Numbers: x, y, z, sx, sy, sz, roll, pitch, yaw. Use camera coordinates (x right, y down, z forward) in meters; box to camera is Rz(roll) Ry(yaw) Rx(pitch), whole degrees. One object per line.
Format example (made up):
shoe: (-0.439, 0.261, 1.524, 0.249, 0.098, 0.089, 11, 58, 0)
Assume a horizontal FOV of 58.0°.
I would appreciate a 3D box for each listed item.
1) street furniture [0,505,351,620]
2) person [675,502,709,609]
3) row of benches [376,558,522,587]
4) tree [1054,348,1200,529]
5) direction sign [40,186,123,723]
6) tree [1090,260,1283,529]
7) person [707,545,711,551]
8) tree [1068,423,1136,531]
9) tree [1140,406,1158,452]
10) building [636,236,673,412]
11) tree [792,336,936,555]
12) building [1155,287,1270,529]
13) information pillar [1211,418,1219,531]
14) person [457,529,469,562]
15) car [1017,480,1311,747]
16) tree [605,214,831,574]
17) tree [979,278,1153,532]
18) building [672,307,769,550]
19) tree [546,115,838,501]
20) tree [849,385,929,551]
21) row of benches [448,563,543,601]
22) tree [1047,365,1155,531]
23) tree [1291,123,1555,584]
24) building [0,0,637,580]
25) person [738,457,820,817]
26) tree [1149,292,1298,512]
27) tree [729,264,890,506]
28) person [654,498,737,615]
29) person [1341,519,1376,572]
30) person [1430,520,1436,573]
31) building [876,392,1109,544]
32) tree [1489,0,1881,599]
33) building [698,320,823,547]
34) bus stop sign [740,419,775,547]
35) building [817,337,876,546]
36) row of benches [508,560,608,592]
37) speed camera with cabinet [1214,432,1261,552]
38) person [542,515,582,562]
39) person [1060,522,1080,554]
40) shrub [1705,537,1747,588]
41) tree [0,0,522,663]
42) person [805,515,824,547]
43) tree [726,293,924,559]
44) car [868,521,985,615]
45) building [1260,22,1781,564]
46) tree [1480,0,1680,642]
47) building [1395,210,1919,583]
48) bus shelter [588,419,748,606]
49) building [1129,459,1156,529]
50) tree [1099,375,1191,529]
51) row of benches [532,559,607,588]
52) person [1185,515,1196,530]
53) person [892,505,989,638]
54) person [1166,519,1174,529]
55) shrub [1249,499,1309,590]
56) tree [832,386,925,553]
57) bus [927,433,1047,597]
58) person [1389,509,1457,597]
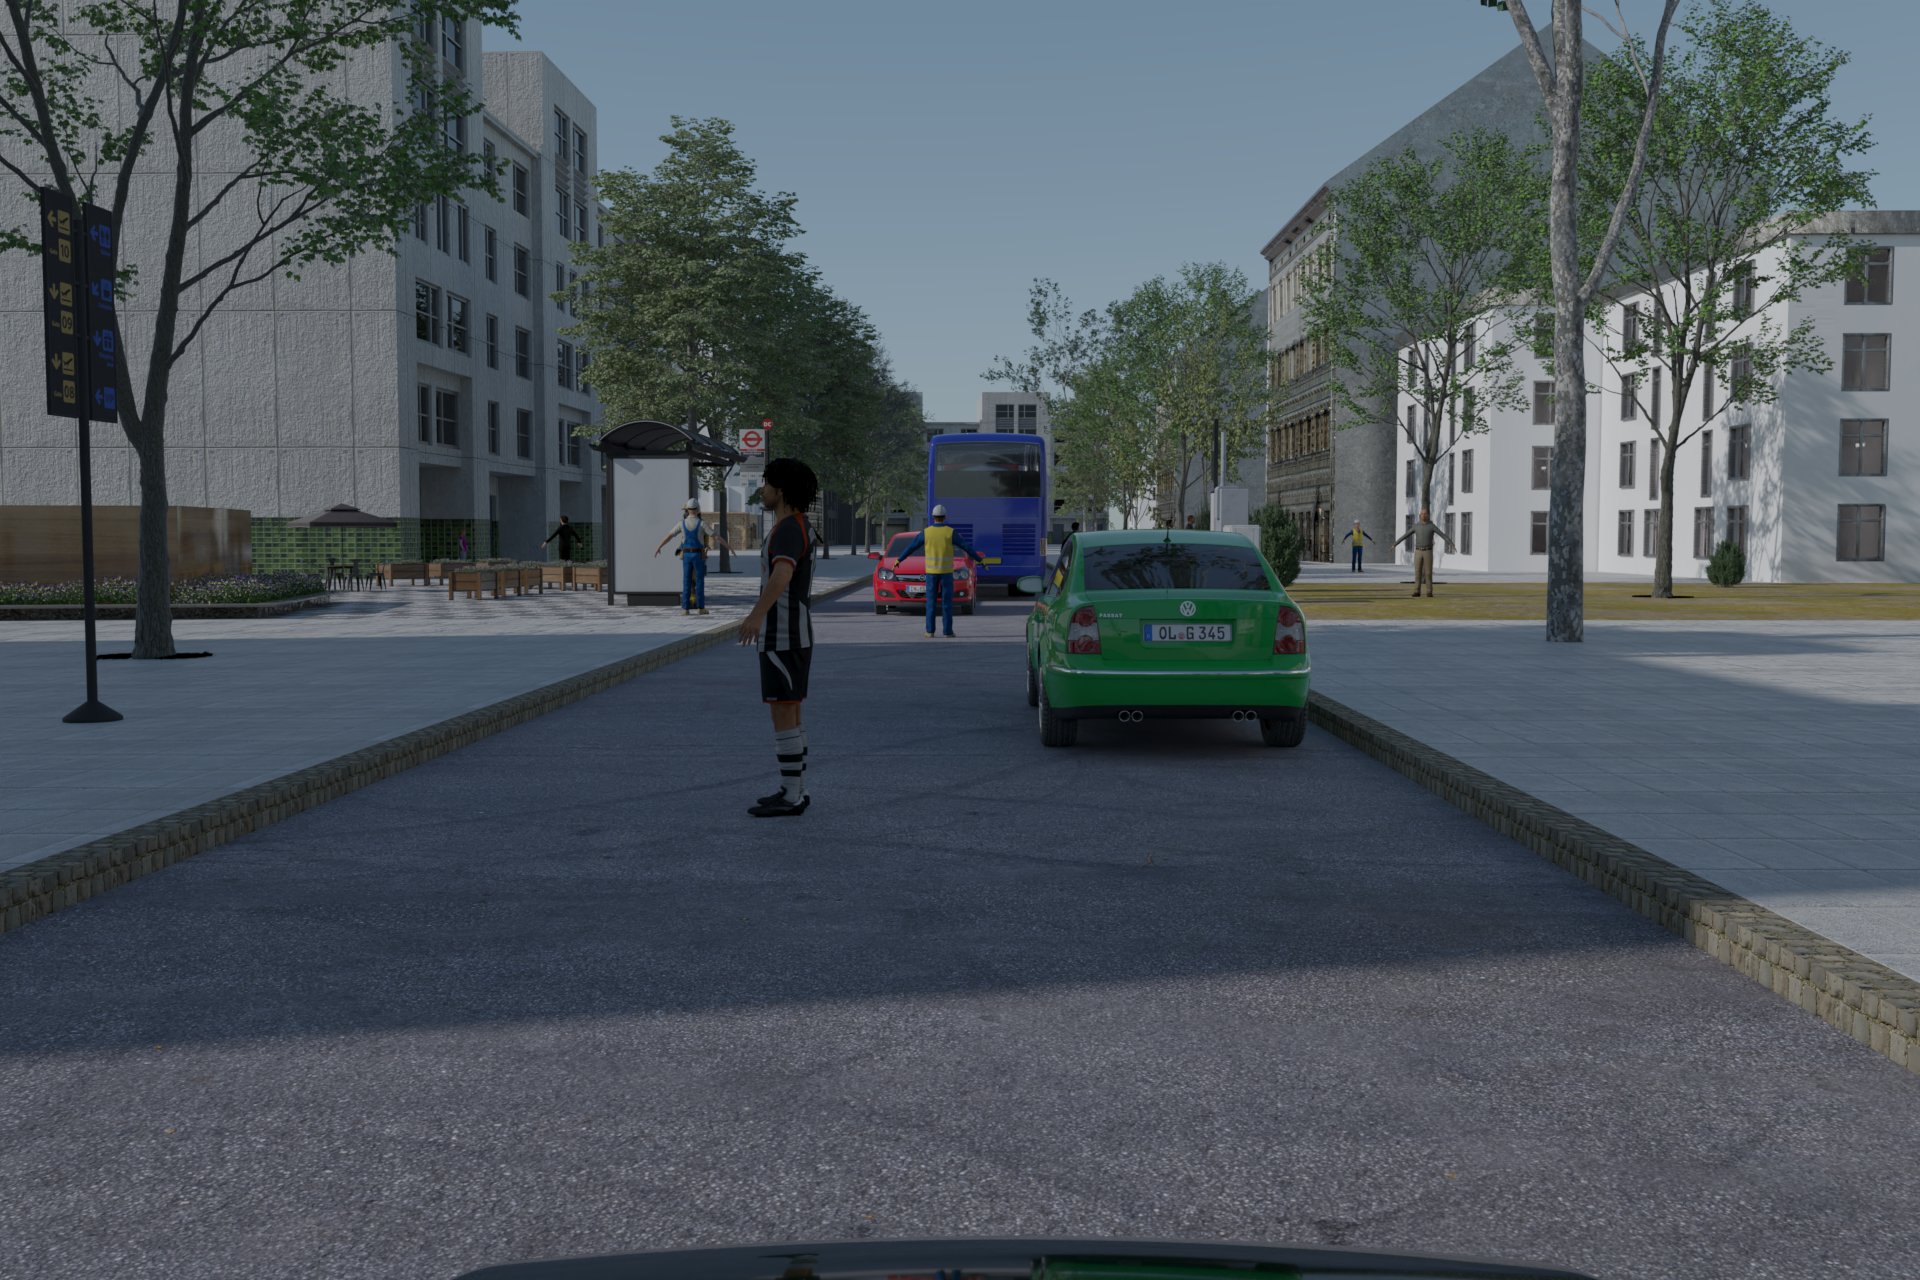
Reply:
street furniture: (-13.673, -1.283, 27.838, 11.010, 1.723, 9.812, -1, 4, -10)
person: (-4.587, -1.457, 29.586, 0.705, 1.858, 1.354, -2, 4, -24)
row of benches: (-12.874, -1.749, 44.062, 1.422, 0.672, 4.104, 3, 4, 38)
tree: (9.168, -10.290, 93.994, 9.928, 11.665, 9.643, 0, 3, 0)
direction sign: (-5.965, -1.212, 11.809, 0.379, 3.537, 0.876, 0, 4, 1)
tree: (8.503, -8.557, 65.663, 9.928, 11.665, 9.643, 0, 3, 0)
person: (-6.208, -2.053, 39.753, 1.347, 1.806, 0.705, 3, 5, 44)
tree: (8.327, -9.668, 108.440, 4.360, 8.622, 3.978, 0, 3, 0)
tree: (27.370, -22.526, 224.184, 12.611, 20.169, 13.585, 0, 3, 0)
building: (-25.896, -15.821, 89.594, 19.493, 23.208, 18.063, 0, 4, 2)
tree: (-6.358, -11.896, 104.874, 12.009, 13.543, 11.850, 0, 3, 0)
building: (27.813, -19.885, 156.051, 19.493, 23.208, 18.063, 0, 4, 1)
information pillar: (5.181, -2.686, 35.278, 0.183, 3.616, 0.504, 0, 4, 1)
person: (-14.622, -2.564, 51.184, 0.599, 1.433, 0.991, 0, 4, -8)
car: (1.427, -0.259, 13.034, 1.959, 1.807, 4.718, 0, 4, 0)
tree: (-7.819, -7.981, 56.243, 9.928, 11.665, 9.643, 0, 3, 0)
tree: (8.097, -16.715, 129.172, 12.611, 20.169, 13.585, 0, 3, 0)
building: (-22.245, -17.519, 142.849, 16.016, 20.090, 11.380, 0, 4, 0)
tree: (-7.220, -7.891, 47.150, 7.486, 12.596, 7.792, 0, 3, 0)
tree: (-5.294, -12.884, 128.774, 7.486, 12.596, 7.792, 0, 3, 0)
row of benches: (-9.442, -1.213, 35.298, 1.422, 0.672, 4.104, 0, 4, 4)
tree: (9.359, -12.111, 116.134, 7.486, 12.596, 7.792, 0, 3, 0)
tree: (12.106, -7.251, 44.312, 9.928, 11.665, 9.643, 0, 3, 0)
building: (-23.646, -12.086, 64.070, 16.747, 18.905, 31.486, 0, 4, 2)
person: (-0.919, -0.018, 8.894, 0.704, 1.843, 1.345, 0, 4, 2)
tree: (7.796, -6.271, 52.900, 4.737, 8.622, 4.395, 0, 3, 0)
tree: (-6.432, -9.499, 73.435, 7.486, 12.596, 7.792, 0, 3, 0)
person: (-4.237, -1.330, 27.601, 1.347, 1.847, 0.705, 0, 4, 7)
person: (13.366, -3.160, 58.133, 1.216, 1.772, 0.721, -1, 4, -11)
person: (15.479, -3.052, 56.696, 0.721, 1.733, 1.217, 1, 4, 14)
building: (2.508, -21.607, 222.190, 31.486, 18.905, 16.747, 0, 4, -1)
tree: (14.239, -6.644, 34.392, 9.928, 11.665, 9.643, 0, 3, 0)
building: (-23.787, -20.785, 170.763, 19.493, 23.208, 18.063, 0, 4, 2)
bus stop sign: (-4.676, -3.152, 40.234, 0.855, 3.939, 0.416, 0, 4, 1)
building: (-24.359, -21.559, 196.463, 27.936, 21.610, 32.646, 0, 4, 0)
row of benches: (-9.035, -1.473, 39.539, 4.104, 0.672, 1.422, 3, 5, 45)
speed camera with cabinet: (5.280, -2.359, 32.904, 0.660, 3.252, 2.038, 0, 4, 1)
person: (-11.173, -2.610, 48.863, 0.705, 1.806, 1.347, 3, 5, 40)
person: (3.013, -2.143, 44.213, 1.216, 1.740, 0.721, 3, 5, 44)
shrub: (18.413, -1.865, 41.614, 1.383, 1.207, 1.383, 0, 3, 0)
tree: (-8.345, -5.604, 17.385, 9.928, 11.665, 9.643, 0, 3, 0)
person: (-4.302, -2.568, 47.923, 1.347, 1.837, 0.705, -2, 4, -34)
tree: (-6.666, -10.842, 87.639, 12.009, 13.543, 11.850, 0, 3, 0)
car: (-0.605, -1.414, 32.165, 2.155, 1.783, 4.494, 0, 4, 1)
building: (25.592, -15.453, 83.579, 19.493, 23.208, 18.063, 0, 4, 1)
tree: (6.076, -9.987, 19.179, 12.611, 20.169, 13.585, 0, 3, 0)
building: (22.558, -7.156, 59.144, 9.099, 9.664, 28.070, 0, 4, 1)
bus shelter: (-5.480, -2.411, 33.340, 2.014, 3.302, 5.546, 0, 4, 1)
building: (24.420, -15.332, 192.822, 9.099, 9.664, 28.070, 0, 4, 1)
tree: (8.324, -7.952, 80.373, 4.737, 8.622, 4.395, 0, 3, 0)
row of benches: (-8.347, -1.630, 42.108, 4.104, 0.672, 1.422, -1, 4, -12)
person: (6.361, -2.528, 47.554, 0.704, 1.802, 1.346, 0, 4, 7)
person: (-0.281, -0.952, 23.998, 1.349, 1.833, 0.705, 0, 4, 5)
person: (6.629, -2.893, 54.023, 0.721, 1.740, 1.216, 1, 4, 16)
shrub: (6.951, -2.133, 38.918, 1.661, 2.075, 1.752, 0, 3, 0)
tree: (-6.141, -11.750, 117.870, 9.928, 11.665, 9.643, 0, 3, 0)
bus: (0.551, -3.118, 42.528, 2.896, 3.916, 12.251, 0, 4, 0)
person: (9.445, -1.774, 35.278, 1.348, 1.796, 0.705, 2, 4, 25)
